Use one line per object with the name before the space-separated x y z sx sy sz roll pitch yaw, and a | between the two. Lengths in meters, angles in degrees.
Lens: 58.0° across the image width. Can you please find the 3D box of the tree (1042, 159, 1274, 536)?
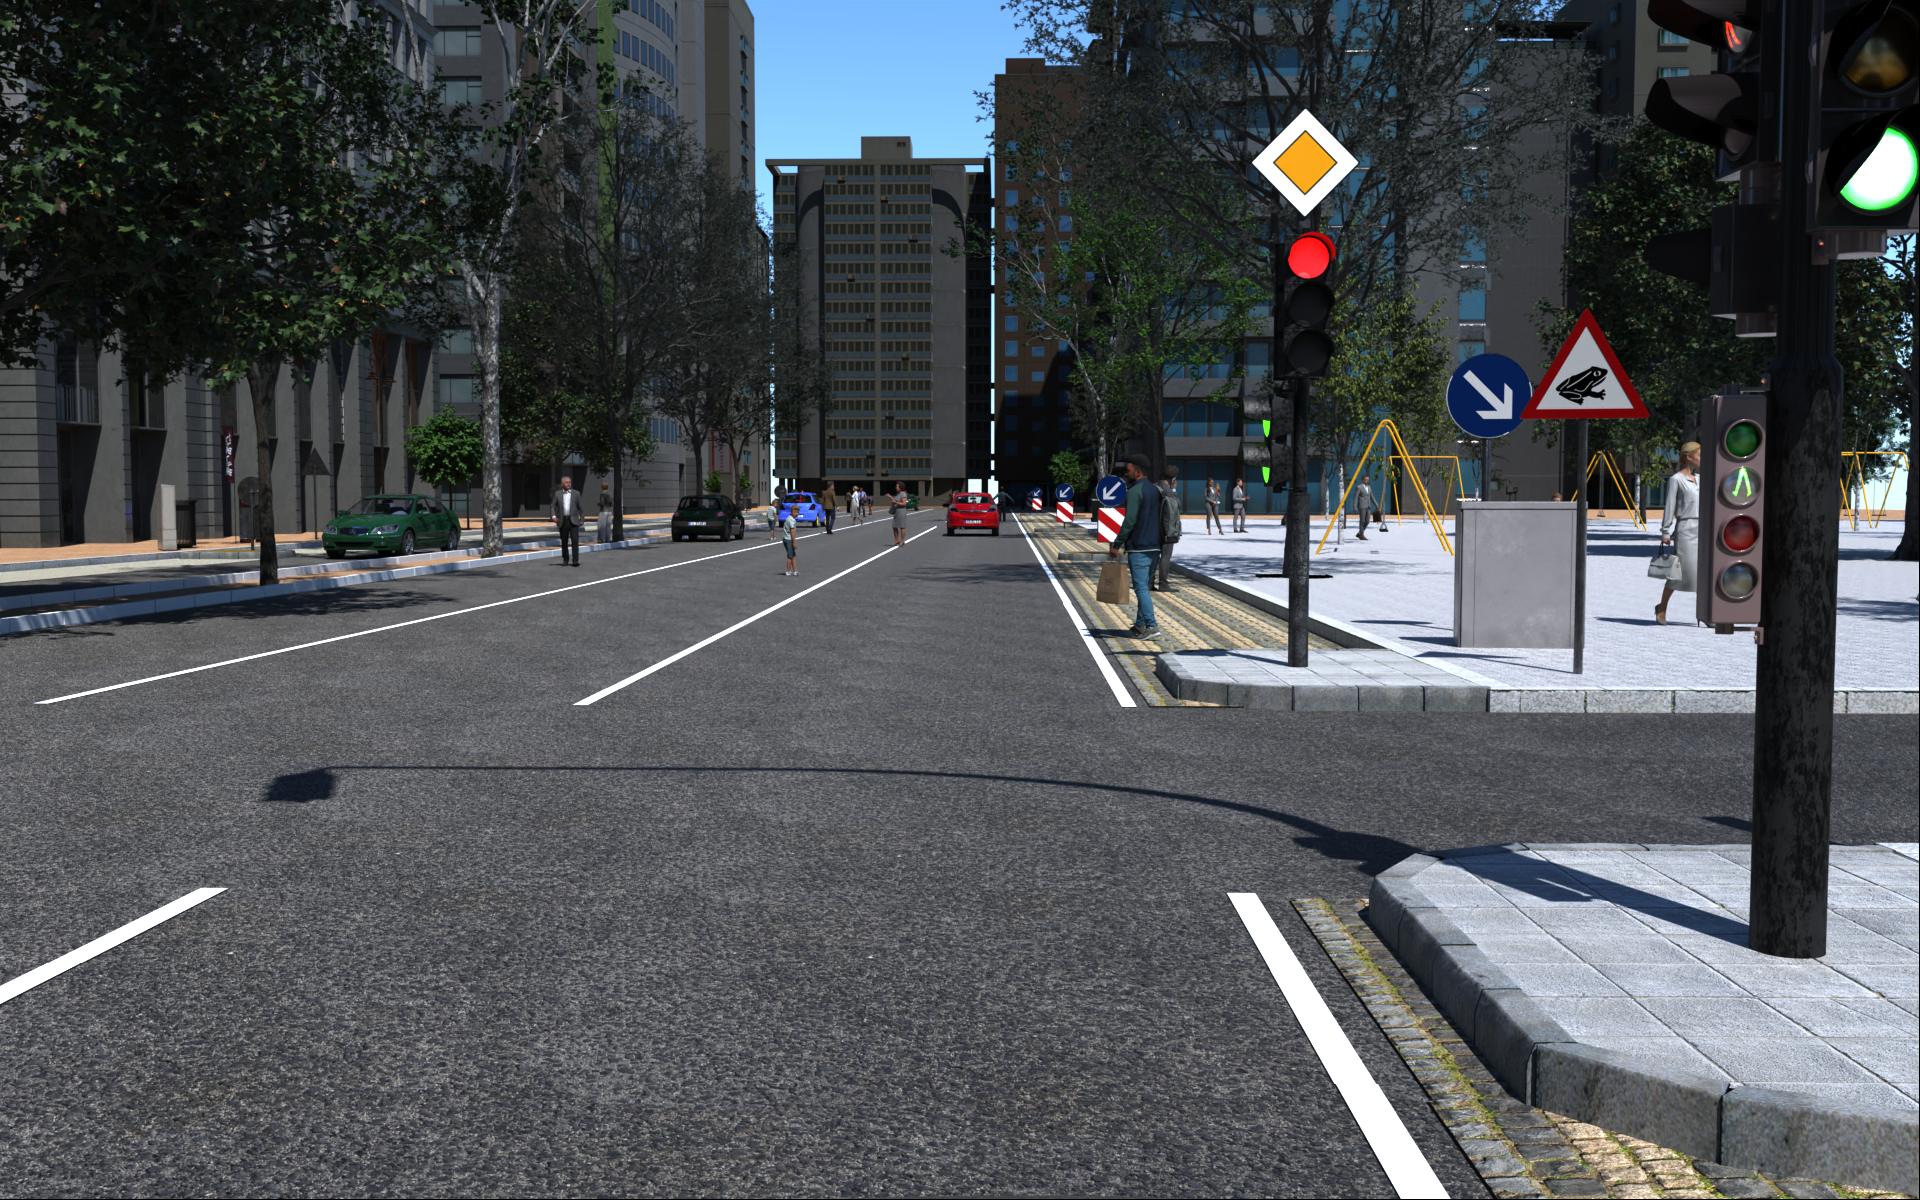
tree | 6.063 -7.761 52.655 9.928 11.665 9.643 0 3 0

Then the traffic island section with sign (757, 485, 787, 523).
traffic island section with sign | -9.197 -4.884 87.982 2.006 1.907 1.989 0 4 1

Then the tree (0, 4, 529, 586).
tree | -10.618 -5.496 26.728 8.767 10.594 7.601 0 4 1

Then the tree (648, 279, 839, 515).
tree | -9.100 -8.252 71.793 8.767 10.594 7.601 0 4 1

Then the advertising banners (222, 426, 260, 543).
advertising banners | -18.738 -3.008 45.376 0.090 3.025 2.074 0 4 7

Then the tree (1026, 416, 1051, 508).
tree | 8.319 -13.009 163.057 4.360 8.622 3.978 0 3 0

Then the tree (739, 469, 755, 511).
tree | -16.551 -8.436 132.530 1.663 3.219 1.824 0 3 0

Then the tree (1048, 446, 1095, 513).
tree | 7.548 -8.217 118.054 4.285 4.588 4.351 0 3 0

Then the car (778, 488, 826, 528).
car | -6.794 -4.000 74.997 1.945 1.707 3.694 0 4 3

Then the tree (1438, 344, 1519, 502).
tree | 25.277 -8.201 84.450 4.360 8.622 3.978 0 3 0

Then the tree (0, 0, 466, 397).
tree | -10.575 -6.025 17.969 9.611 12.733 9.660 0 3 0

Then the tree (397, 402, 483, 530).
tree | -18.262 -4.770 61.697 4.285 4.588 4.351 0 3 0

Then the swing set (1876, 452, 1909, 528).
swing set | 33.885 -4.094 64.563 3.119 2.851 2.862 0 4 -7

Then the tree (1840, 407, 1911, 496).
tree | 49.466 -7.193 80.517 20.602 7.101 11.467 1 4 8

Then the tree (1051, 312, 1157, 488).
tree | 6.072 -7.381 71.045 4.360 8.622 3.978 0 3 0

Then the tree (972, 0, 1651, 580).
tree | 5.185 -7.073 26.011 12.009 13.543 11.850 0 3 0

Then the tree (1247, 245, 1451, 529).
tree | 14.335 -7.898 63.544 7.601 10.594 8.767 -3 5 -40

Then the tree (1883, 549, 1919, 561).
tree | 18.609 -7.126 33.524 9.611 12.733 9.660 0 3 0

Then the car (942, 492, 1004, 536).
car | 0.455 -3.129 60.201 2.155 1.783 4.494 0 4 0

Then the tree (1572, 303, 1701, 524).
tree | 29.591 -8.571 74.548 8.767 10.594 7.601 2 4 27

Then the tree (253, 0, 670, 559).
tree | -11.147 -10.938 37.179 12.611 20.169 13.585 0 3 0

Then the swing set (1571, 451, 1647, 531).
swing set | 22.937 -3.931 61.892 2.862 2.851 3.119 1 4 16

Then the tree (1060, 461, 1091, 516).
tree | 6.768 -6.422 99.606 1.663 3.219 1.824 0 3 0

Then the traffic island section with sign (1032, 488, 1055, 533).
traffic island section with sign | 3.781 -3.430 64.703 1.989 1.847 2.006 0 4 1

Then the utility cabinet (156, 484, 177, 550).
utility cabinet | -18.143 -1.892 39.616 0.318 1.500 1.173 -2 4 -30

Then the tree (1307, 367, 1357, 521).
tree | 17.664 -8.137 83.394 4.360 8.622 3.978 0 3 0

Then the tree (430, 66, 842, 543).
tree | -9.903 -8.374 49.743 12.009 13.543 11.850 0 3 0

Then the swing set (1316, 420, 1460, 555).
swing set | 9.281 -2.463 37.895 2.862 2.851 3.119 1 4 13

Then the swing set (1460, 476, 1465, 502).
swing set | 19.037 -4.533 71.740 3.119 2.851 2.862 0 4 -5

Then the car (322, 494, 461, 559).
car | -13.054 -1.724 39.979 2.131 1.459 4.920 0 4 3

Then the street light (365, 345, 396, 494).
street light | -17.997 -4.963 53.937 0.468 5.910 1.993 0 4 1

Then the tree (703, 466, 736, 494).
tree | -16.593 -7.522 117.590 1.663 3.219 1.824 0 3 0

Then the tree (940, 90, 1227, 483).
tree | 5.784 -13.829 81.996 12.611 20.169 13.585 0 3 0

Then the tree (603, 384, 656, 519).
tree | -17.359 -8.445 88.445 4.360 8.622 3.978 0 3 0

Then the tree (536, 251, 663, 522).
tree | -18.403 -9.945 79.602 9.611 12.733 9.660 0 3 0

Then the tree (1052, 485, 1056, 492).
tree | 8.447 -8.829 138.950 1.663 3.219 1.824 0 3 0

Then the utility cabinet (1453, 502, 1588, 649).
utility cabinet | 4.687 -0.205 14.515 1.020 1.237 0.306 0 4 7

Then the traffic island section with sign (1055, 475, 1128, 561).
traffic island section with sign | 3.149 -1.782 37.756 1.989 1.847 2.006 0 4 1

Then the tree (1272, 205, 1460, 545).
tree | 9.783 -5.693 43.437 4.737 8.622 4.395 0 3 0

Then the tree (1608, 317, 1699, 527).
tree | 26.716 -7.162 67.457 4.737 8.622 4.395 0 3 0

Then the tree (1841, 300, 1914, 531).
tree | 31.090 -6.705 59.995 4.360 8.622 3.978 0 3 0

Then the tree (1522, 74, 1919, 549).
tree | 20.247 -7.990 47.649 9.611 12.733 9.660 0 3 0

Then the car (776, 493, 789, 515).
car | -11.684 -6.815 120.462 2.155 1.783 4.494 0 4 3

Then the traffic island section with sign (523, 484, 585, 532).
traffic island section with sign | -15.415 -3.513 66.058 1.989 1.847 2.006 0 4 1

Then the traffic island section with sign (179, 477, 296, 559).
traffic island section with sign | -16.061 -1.844 38.776 1.989 1.847 2.006 0 4 1

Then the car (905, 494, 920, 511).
car | -4.524 -8.423 149.519 2.131 1.459 4.920 0 4 1

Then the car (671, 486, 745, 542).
car | -7.713 -2.657 53.224 2.009 1.686 4.222 0 4 2
